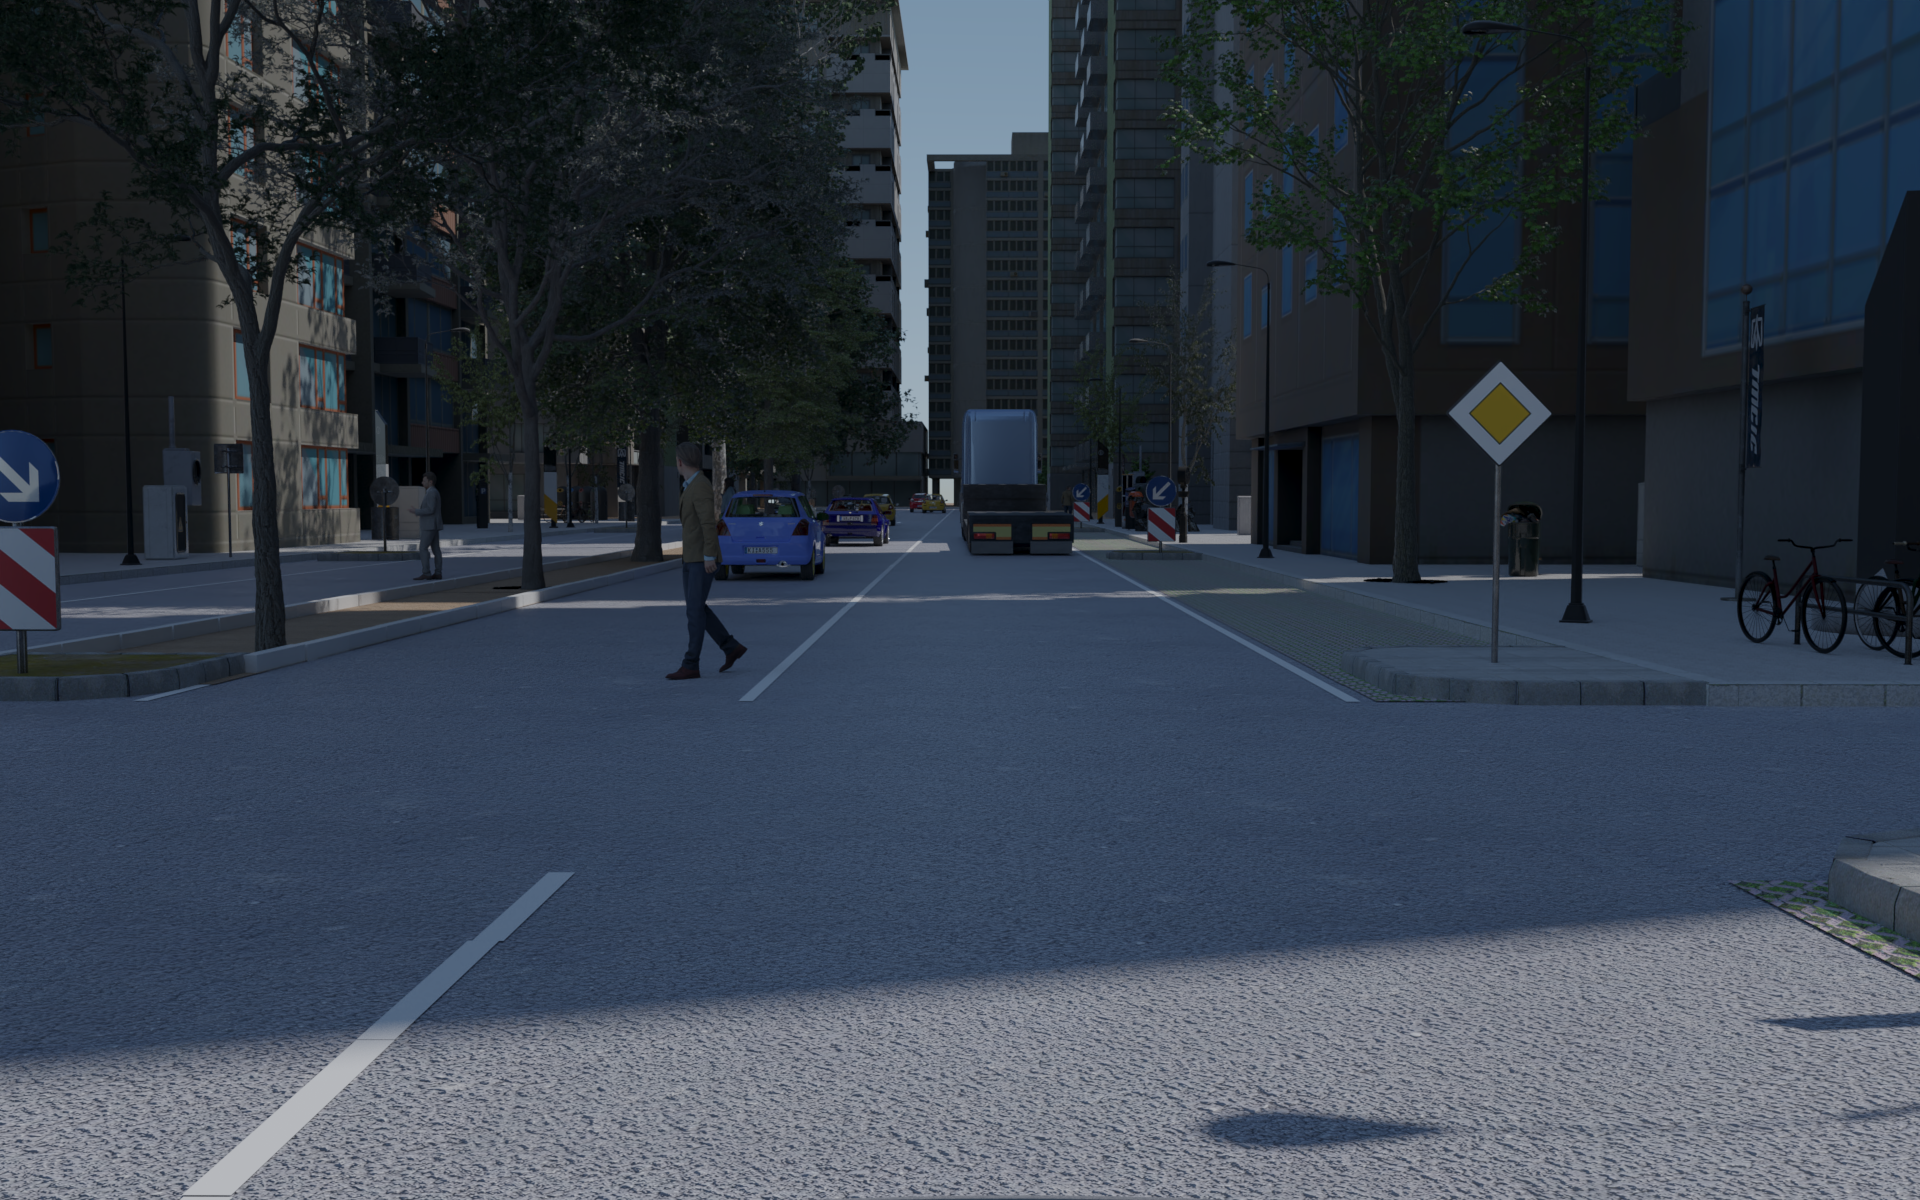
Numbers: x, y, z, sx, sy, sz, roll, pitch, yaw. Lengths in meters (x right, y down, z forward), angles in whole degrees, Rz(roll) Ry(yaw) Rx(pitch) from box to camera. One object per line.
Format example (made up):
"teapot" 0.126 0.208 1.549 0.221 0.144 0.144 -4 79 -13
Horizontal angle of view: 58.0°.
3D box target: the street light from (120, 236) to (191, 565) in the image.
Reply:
"street light" -14.450 -3.584 31.133 1.470 5.913 1.316 0 4 0

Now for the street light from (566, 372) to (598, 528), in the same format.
"street light" -14.363 -5.723 66.109 1.470 5.913 1.316 0 4 0

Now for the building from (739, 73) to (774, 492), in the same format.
"building" -28.380 -27.871 147.573 23.993 40.220 32.217 0 4 0

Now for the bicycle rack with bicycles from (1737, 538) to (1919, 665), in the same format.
"bicycle rack with bicycles" 7.881 -0.020 13.704 2.852 0.926 2.925 0 4 2

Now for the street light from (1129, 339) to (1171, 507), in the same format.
"street light" 5.749 -4.857 51.960 1.470 5.913 1.316 0 4 0

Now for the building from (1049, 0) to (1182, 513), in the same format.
"building" 14.090 -27.958 140.713 14.154 41.232 14.086 0 4 0

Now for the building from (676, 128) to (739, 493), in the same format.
"building" -22.068 -20.686 109.916 14.160 30.474 14.107 0 4 0

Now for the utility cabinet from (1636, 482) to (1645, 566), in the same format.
"utility cabinet" 12.497 -1.337 30.541 1.173 1.500 0.318 -1 4 -22

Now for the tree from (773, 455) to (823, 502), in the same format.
"tree" -6.567 -7.472 74.993 4.360 8.622 3.978 0 3 0

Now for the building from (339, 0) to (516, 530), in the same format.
"building" -30.611 -25.258 67.588 22.147 44.769 28.867 0 4 0

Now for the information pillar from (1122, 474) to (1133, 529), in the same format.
"information pillar" 6.196 -3.643 64.055 0.304 2.012 0.304 -2 4 -35

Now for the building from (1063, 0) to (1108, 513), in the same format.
"building" 19.423 -30.496 118.212 23.786 49.044 30.456 0 4 0

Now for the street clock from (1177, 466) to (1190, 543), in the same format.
"street clock" 5.870 -2.504 45.505 0.358 2.002 0.471 1 4 23

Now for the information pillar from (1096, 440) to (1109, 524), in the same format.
"information pillar" 6.133 -5.084 74.484 0.504 3.616 0.183 0 3 0

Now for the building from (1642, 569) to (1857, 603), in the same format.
"building" 17.172 -22.512 18.182 14.200 45.320 14.600 0 4 0

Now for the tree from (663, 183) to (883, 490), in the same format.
"tree" -6.488 -8.396 57.858 7.486 12.596 7.792 0 3 0

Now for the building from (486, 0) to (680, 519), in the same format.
"building" -23.810 -25.194 95.516 14.154 41.232 14.086 0 4 0

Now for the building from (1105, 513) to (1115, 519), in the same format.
"building" 15.057 -25.232 96.143 14.154 41.232 14.086 0 4 0

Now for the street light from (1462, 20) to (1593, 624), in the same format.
"street light" 5.625 -2.730 17.170 1.470 5.913 1.316 0 4 0

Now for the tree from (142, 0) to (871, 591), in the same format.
"tree" -6.357 -6.884 25.374 12.009 13.543 11.850 0 3 0

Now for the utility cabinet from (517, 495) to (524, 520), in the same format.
"utility cabinet" -21.507 -4.594 86.276 1.020 1.237 0.306 0 4 7

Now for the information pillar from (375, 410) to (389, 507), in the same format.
"information pillar" -16.118 -3.484 48.311 0.504 3.616 0.183 3 5 39

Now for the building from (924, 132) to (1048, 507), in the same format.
"building" 8.249 -30.375 188.508 23.993 40.220 32.217 0 4 0

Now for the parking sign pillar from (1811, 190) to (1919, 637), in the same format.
"parking sign pillar" 8.756 -1.688 16.068 1.447 3.967 1.447 1 4 14

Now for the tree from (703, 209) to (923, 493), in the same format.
"tree" -6.321 -8.992 66.485 9.611 12.733 9.660 0 3 0

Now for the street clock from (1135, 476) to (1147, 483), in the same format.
"street clock" 7.234 -3.958 69.276 0.358 2.002 0.471 3 5 41

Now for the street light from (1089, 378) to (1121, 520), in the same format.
"street light" 5.855 -5.921 69.355 1.470 5.913 1.316 0 4 0

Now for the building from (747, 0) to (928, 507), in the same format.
"building" -17.513 -36.453 185.251 27.495 52.752 28.713 0 4 0

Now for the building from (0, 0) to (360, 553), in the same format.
"building" -30.004 -11.403 31.479 27.650 21.520 28.899 0 4 0

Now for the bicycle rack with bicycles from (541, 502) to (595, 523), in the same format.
"bicycle rack with bicycles" -17.562 -3.949 77.953 2.852 0.926 2.925 2 4 35

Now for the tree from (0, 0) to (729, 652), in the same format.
"tree" -6.159 -4.814 15.575 8.767 10.594 7.601 0 4 0

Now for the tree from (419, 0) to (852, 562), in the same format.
"tree" -6.630 -7.784 36.374 9.857 13.997 8.962 0 3 0

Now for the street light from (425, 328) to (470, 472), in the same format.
"street light" -14.383 -4.648 48.528 1.470 5.913 1.316 0 4 0

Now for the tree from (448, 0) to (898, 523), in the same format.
"tree" -7.762 -11.569 47.505 12.611 20.169 13.585 0 3 0

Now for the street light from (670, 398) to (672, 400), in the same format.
"street light" -14.159 -6.787 83.503 1.470 5.913 1.316 0 4 0

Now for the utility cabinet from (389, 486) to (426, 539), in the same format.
"utility cabinet" -15.747 -2.484 49.285 1.173 1.500 0.318 2 4 24

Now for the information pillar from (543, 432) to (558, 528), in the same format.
"information pillar" -15.428 -4.522 65.289 0.504 3.616 0.183 -1 4 -14

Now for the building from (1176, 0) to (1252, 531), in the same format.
"building" 20.039 -32.482 73.082 21.231 58.520 28.212 0 4 0

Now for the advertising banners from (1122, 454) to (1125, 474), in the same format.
"advertising banners" 7.402 -4.935 76.876 0.090 3.025 2.074 1 4 18

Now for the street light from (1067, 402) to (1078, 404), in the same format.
"street light" 6.032 -7.005 87.078 1.470 5.913 1.316 0 4 0

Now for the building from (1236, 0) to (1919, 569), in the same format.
"building" 14.038 -23.648 36.755 14.600 45.320 14.200 0 4 0

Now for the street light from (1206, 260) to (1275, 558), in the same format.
"street light" 5.591 -3.794 34.566 1.470 5.913 1.316 0 4 0

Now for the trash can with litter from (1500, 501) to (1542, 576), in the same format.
"trash can with litter" 8.827 -0.968 27.221 0.624 1.170 1.055 1 4 21

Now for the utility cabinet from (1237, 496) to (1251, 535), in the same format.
"utility cabinet" 9.182 -2.621 54.015 1.020 1.237 0.306 0 4 -4
